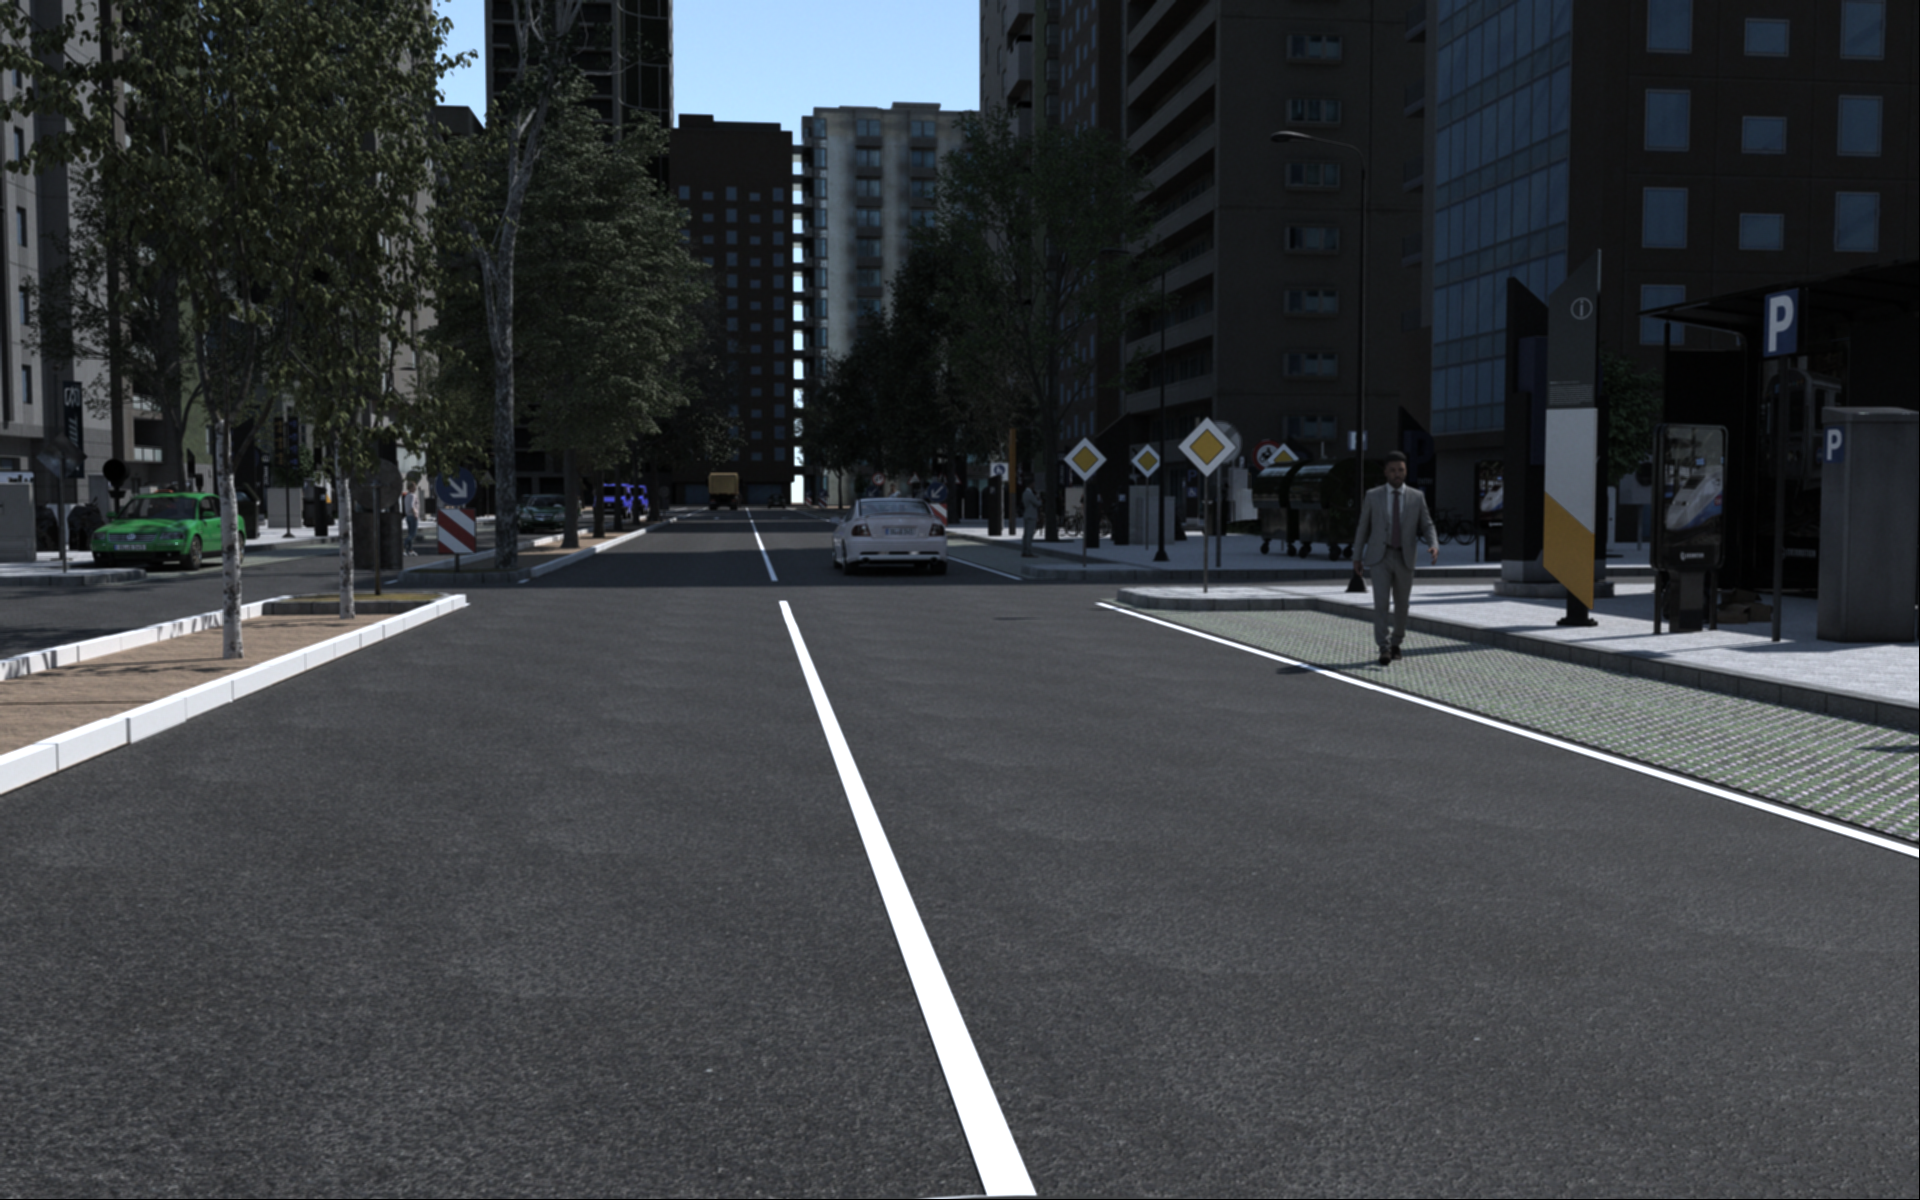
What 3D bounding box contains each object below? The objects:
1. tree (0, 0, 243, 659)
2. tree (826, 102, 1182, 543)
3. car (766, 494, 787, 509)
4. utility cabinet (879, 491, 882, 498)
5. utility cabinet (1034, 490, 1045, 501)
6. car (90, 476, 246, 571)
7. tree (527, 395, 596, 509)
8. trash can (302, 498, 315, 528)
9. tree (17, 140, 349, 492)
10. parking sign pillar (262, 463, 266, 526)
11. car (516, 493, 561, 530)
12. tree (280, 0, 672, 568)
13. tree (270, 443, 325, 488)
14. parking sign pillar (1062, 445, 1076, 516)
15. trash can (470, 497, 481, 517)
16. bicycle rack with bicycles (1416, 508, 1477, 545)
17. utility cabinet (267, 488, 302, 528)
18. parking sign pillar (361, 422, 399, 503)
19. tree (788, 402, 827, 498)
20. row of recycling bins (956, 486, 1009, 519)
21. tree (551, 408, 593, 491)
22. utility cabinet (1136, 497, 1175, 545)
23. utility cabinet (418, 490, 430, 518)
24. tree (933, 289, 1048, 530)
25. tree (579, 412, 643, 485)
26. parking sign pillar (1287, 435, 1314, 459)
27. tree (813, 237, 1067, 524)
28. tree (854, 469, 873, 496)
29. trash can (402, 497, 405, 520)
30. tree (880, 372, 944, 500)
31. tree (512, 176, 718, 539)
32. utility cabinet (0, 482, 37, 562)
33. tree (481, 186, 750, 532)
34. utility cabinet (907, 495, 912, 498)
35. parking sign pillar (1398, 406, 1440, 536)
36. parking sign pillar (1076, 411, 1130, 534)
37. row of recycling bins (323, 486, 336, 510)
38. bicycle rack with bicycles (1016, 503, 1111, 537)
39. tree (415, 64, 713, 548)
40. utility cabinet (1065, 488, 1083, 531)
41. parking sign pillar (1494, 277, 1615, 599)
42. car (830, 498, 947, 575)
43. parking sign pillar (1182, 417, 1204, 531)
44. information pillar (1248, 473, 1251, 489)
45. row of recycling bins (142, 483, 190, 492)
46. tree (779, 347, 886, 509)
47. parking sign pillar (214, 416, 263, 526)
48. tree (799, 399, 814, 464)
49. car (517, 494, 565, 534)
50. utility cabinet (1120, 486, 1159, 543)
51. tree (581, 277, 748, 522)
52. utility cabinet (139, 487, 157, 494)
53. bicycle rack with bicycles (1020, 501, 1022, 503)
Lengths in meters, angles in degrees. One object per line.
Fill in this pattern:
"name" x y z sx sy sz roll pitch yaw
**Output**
"tree" -6.227 -3.773 14.514 4.737 8.622 4.395 0 3 0
"tree" 2.365 -7.366 46.188 9.928 11.665 9.643 0 3 0
"car" -17.994 -9.792 169.882 2.009 1.686 4.222 0 4 -7
"utility cabinet" -5.005 -5.752 102.728 0.318 1.500 1.173 2 4 24
"utility cabinet" 4.864 -5.751 102.702 1.173 1.500 0.318 0 4 6
"car" -15.228 -1.509 33.465 1.959 1.807 4.718 0 4 -7
"tree" -32.613 -13.135 149.166 8.767 10.594 7.601 -2 4 -31
"trash can" -24.898 -3.356 66.518 0.748 1.137 0.748 0 3 0
"tree" -19.880 -6.723 44.332 8.767 10.594 7.601 -1 4 -13
"parking sign pillar" -28.979 -5.002 70.261 1.447 3.967 1.447 -2 4 -35
"car" -16.987 -3.649 69.448 2.009 1.686 4.222 -1 4 -8
"tree" -10.012 -10.701 33.310 12.611 20.169 13.585 0 3 0
"tree" -38.230 -7.072 99.348 4.285 4.588 4.351 0 3 0
"parking sign pillar" 6.310 -6.491 94.603 1.447 3.967 1.447 1 4 23
"trash can" -26.788 -5.142 95.722 0.748 1.137 0.748 0 3 0
"bicycle rack with bicycles" 12.256 -1.906 44.540 2.852 0.926 2.925 -2 4 -28
"utility cabinet" -25.107 -3.407 64.385 1.173 1.500 0.318 -1 4 -16
"parking sign pillar" -21.680 -4.662 64.694 1.447 3.967 1.447 0 4 -7
"tree" -14.360 -15.594 180.713 9.928 11.665 9.643 0 3 0
"row of recycling bins" 1.082 -5.001 88.875 3.534 1.692 1.069 0 4 2
"tree" -30.673 -11.510 138.544 4.360 8.622 3.978 0 3 0
"utility cabinet" 4.946 -2.000 43.862 1.020 1.237 0.306 -2 4 -28
"utility cabinet" -28.029 -5.009 90.576 0.318 1.500 1.173 0 4 -4
"tree" 1.263 -6.790 61.373 4.360 8.622 3.978 0 3 0
"tree" -35.957 -16.674 179.268 9.857 13.997 8.962 0 3 0
"parking sign pillar" 15.312 -5.494 78.296 1.447 3.967 1.447 3 5 41
"tree" -0.373 -9.649 74.775 9.611 12.733 9.660 0 3 0
"tree" -7.566 -8.310 130.463 1.663 3.219 1.824 0 3 0
"trash can" -28.235 -4.610 87.026 0.748 1.137 0.748 0 3 0
"tree" -2.055 -8.402 87.738 4.737 8.622 4.395 0 3 0
"tree" -11.500 -7.775 55.328 9.928 11.665 9.643 0 3 0
"utility cabinet" -18.033 -1.456 32.490 1.173 1.500 0.318 -1 4 -12
"tree" -13.128 -9.381 66.201 12.009 13.543 11.850 0 3 0
"utility cabinet" -2.459 -5.259 97.140 1.020 1.237 0.306 0 4 -7
"parking sign pillar" 14.060 -3.965 53.307 1.447 3.967 1.447 -2 4 -34
"parking sign pillar" 4.844 -4.134 56.060 1.447 3.967 1.447 -2 4 -31
"row of recycling bins" -34.674 -5.357 94.694 1.069 1.692 3.534 -1 4 -22
"bicycle rack with bicycles" 3.693 -2.411 52.802 2.852 0.926 2.925 -2 4 -33
"tree" -10.489 -7.671 46.011 7.486 12.596 7.792 0 3 0
"utility cabinet" 4.095 -3.091 59.221 0.318 1.500 1.173 -3 4 -36
"parking sign pillar" 7.488 -2.035 21.738 1.447 3.967 1.447 -1 4 -21
"car" -1.341 -1.208 32.114 2.083 1.381 4.827 0 4 -8
"parking sign pillar" 8.114 -4.396 60.349 1.447 3.967 1.447 1 4 9
"information pillar" 10.064 -3.472 61.263 0.304 2.012 0.304 -3 5 -42
"row of recycling bins" -30.527 -3.627 66.409 1.069 1.692 3.534 -3 5 -44
"tree" -10.198 -14.366 145.248 12.009 13.543 11.850 0 3 0
"parking sign pillar" -25.046 -4.367 59.865 1.447 3.967 1.447 -1 4 -20
"tree" -5.361 -12.061 114.208 9.611 12.733 9.660 0 3 0
"car" -15.237 -3.200 64.112 2.131 1.459 4.920 -1 4 -9
"utility cabinet" 4.680 -2.215 44.896 1.173 1.500 0.318 3 4 39
"tree" -15.761 -10.372 89.053 9.611 12.733 9.660 0 3 0
"utility cabinet" -24.127 -2.619 51.500 0.318 1.500 1.173 -1 4 -15
"bicycle rack with bicycles" 3.529 -3.002 62.467 2.852 0.926 2.925 1 4 9
